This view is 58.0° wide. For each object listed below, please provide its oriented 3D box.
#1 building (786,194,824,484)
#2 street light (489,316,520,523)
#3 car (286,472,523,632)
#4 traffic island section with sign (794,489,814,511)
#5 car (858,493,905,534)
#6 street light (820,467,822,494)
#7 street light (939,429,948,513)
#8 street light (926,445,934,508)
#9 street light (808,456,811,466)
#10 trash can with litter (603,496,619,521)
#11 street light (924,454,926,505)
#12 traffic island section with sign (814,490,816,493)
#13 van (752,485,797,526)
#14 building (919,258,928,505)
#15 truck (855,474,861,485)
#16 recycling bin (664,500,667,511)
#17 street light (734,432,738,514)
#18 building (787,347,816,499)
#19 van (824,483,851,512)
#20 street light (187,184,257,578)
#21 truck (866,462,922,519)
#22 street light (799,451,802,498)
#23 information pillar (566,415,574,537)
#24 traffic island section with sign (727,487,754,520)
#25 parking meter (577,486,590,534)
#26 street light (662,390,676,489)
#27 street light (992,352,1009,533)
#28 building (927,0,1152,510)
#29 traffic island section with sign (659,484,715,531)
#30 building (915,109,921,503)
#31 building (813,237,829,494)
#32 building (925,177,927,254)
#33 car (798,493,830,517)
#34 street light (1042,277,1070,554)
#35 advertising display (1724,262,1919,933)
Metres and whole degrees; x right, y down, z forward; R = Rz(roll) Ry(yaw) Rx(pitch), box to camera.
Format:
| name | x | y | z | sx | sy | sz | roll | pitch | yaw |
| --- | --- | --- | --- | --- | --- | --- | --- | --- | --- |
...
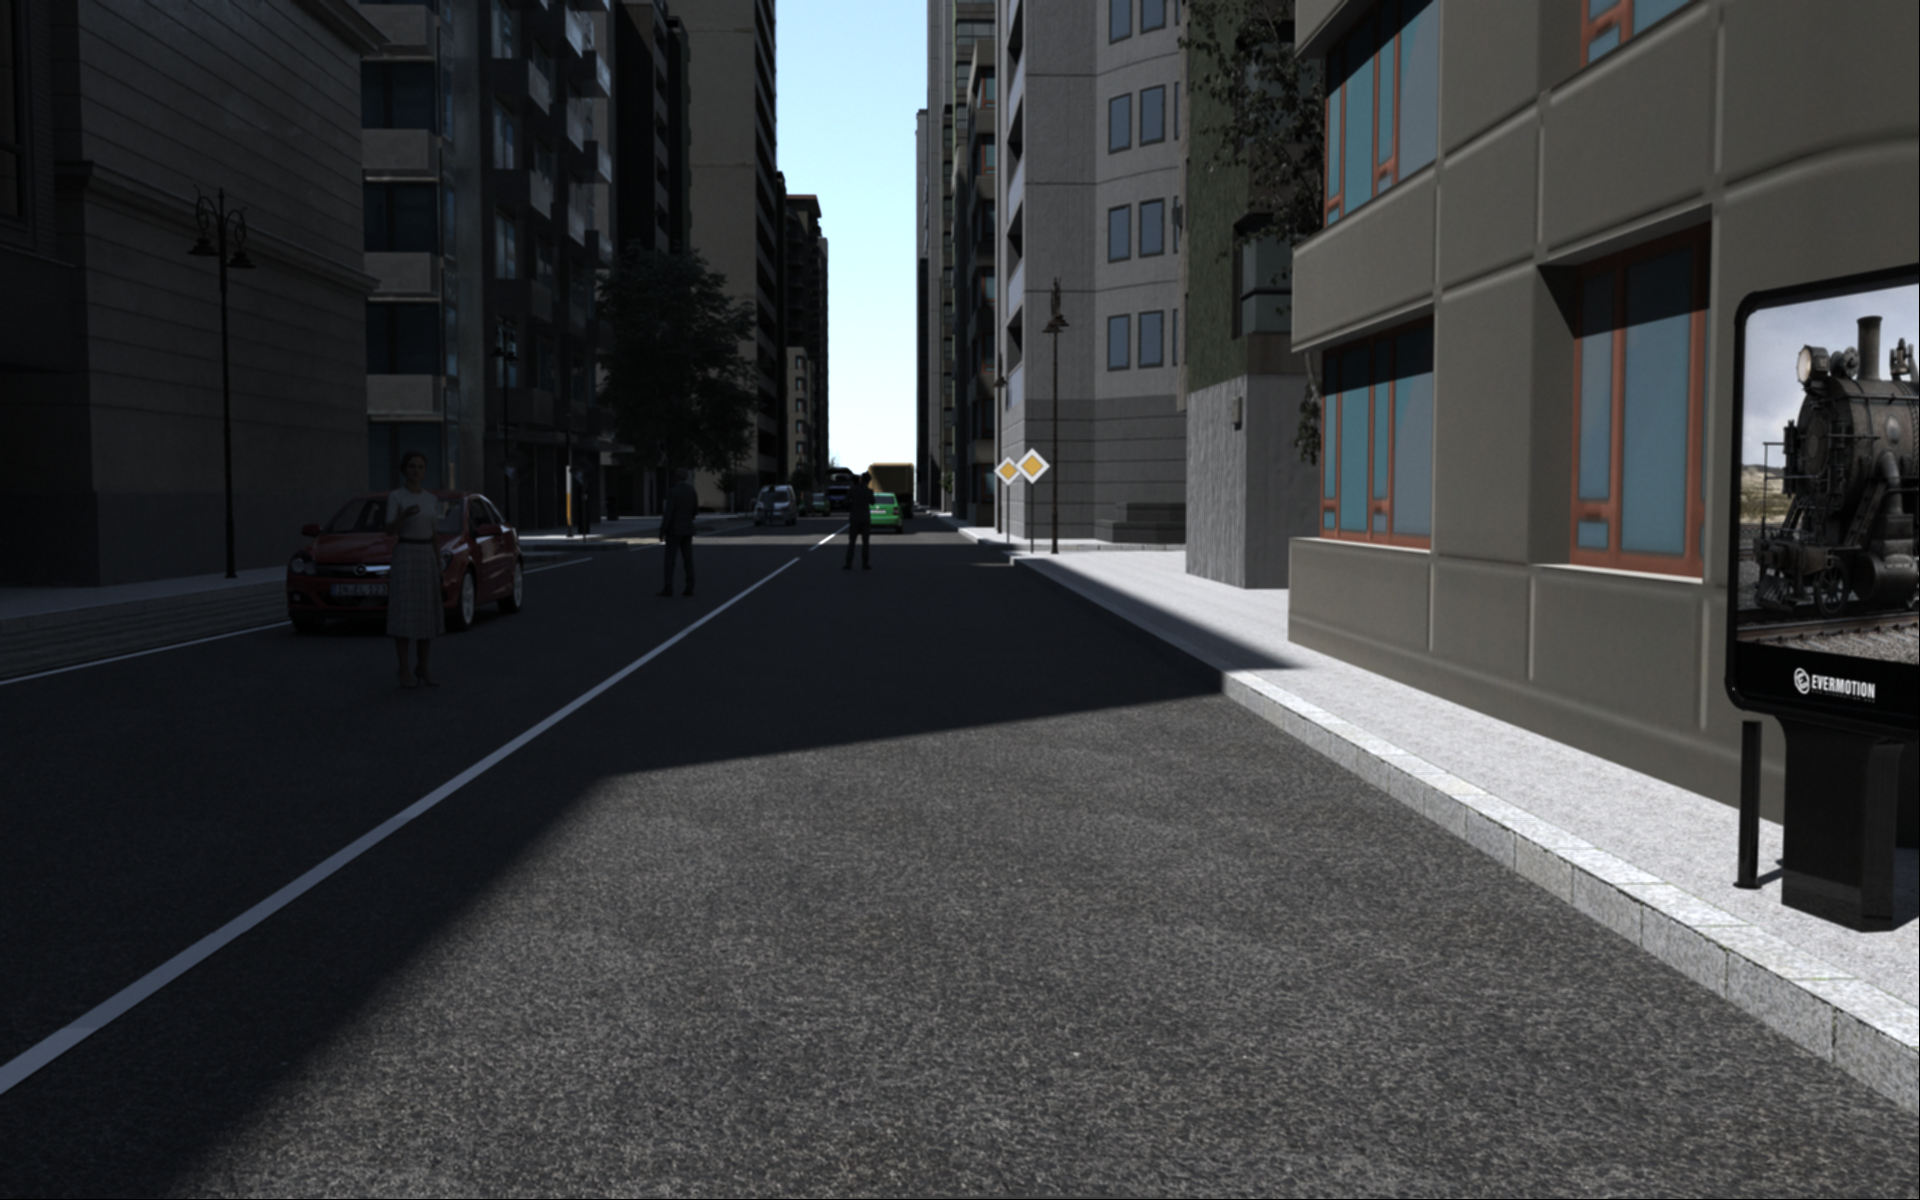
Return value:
| name | x | y | z | sx | sy | sz | roll | pitch | yaw |
| --- | --- | --- | --- | --- | --- | --- | --- | --- | --- |
| building | -30.834 | -36.163 | 245.881 | 22.147 | 44.769 | 28.867 | 0 | 4 | -2 |
| street light | -11.831 | -4.425 | 45.135 | 0.468 | 5.910 | 1.993 | 0 | 4 | -2 |
| car | -6.116 | -0.633 | 19.392 | 2.155 | 1.783 | 4.494 | 0 | 4 | -4 |
| traffic island section with sign | -13.517 | -8.347 | 145.093 | 1.989 | 1.847 | 2.006 | 0 | 4 | -2 |
| car | -2.969 | -3.312 | 62.945 | 1.959 | 1.807 | 4.718 | 0 | 4 | -2 |
| street light | -18.972 | -16.139 | 236.652 | 0.468 | 5.910 | 1.993 | 0 | 4 | -2 |
| street light | -1.043 | -9.013 | 120.154 | 0.468 | 5.910 | 1.993 | 0 | 4 | -2 |
| street light | -2.713 | -11.708 | 164.218 | 0.468 | 5.910 | 1.993 | 0 | 4 | -2 |
| street light | -17.737 | -14.191 | 204.805 | 0.468 | 5.910 | 1.993 | 0 | 4 | -2 |
| trash can with litter | -16.707 | -4.381 | 83.013 | 0.624 | 1.170 | 1.055 | 0 | 4 | 2 |
| street light | -3.884 | -13.689 | 196.603 | 0.468 | 5.910 | 1.993 | 0 | 4 | -2 |
| traffic island section with sign | -14.521 | -9.994 | 172.030 | 1.989 | 1.847 | 2.006 | 0 | 4 | -2 |
| van | -8.375 | -4.379 | 78.608 | 2.013 | 2.044 | 4.112 | 0 | 4 | -1 |
| building | 1.928 | -26.993 | 213.041 | 14.160 | 30.474 | 14.107 | 0 | 4 | -2 |
| truck | -11.067 | -10.766 | 171.941 | 3.469 | 3.379 | 9.791 | 0 | 4 | -2 |
| recycling bin | -13.158 | -4.109 | 79.744 | 0.722 | 1.027 | 0.722 | 2 | 4 | 29 |
| street light | -14.271 | -8.409 | 110.279 | 0.468 | 5.910 | 1.993 | 0 | 4 | -2 |
| building | -32.707 | -22.791 | 217.672 | 27.650 | 21.520 | 28.899 | 0 | 4 | -2 |
| van | -9.794 | -8.303 | 140.132 | 2.240 | 2.365 | 5.245 | 0 | 4 | -1 |
| street light | -11.137 | -3.272 | 26.280 | 0.468 | 5.910 | 1.993 | 0 | 4 | -2 |
| truck | -4.071 | -6.629 | 104.307 | 3.469 | 3.379 | 9.791 | 0 | 4 | -1 |
| street light | -17.168 | -13.076 | 186.571 | 0.468 | 5.910 | 1.993 | 0 | 4 | -2 |
| information pillar | -11.561 | -3.660 | 51.193 | 0.183 | 3.616 | 0.504 | 0 | 4 | -7 |
| traffic island section with sign | -11.649 | -5.262 | 94.669 | 1.989 | 1.847 | 2.006 | 0 | 4 | -2 |
| parking meter | -12.144 | -2.903 | 55.871 | 0.372 | 1.533 | 0.369 | 0 | 3 | 0 |
| street light | -12.998 | -6.399 | 77.414 | 0.468 | 5.910 | 1.993 | 0 | 4 | -2 |
| street light | 1.299 | -5.106 | 56.272 | 0.468 | 5.910 | 1.993 | 0 | 4 | -2 |
| building | 7.065 | -39.097 | 181.240 | 21.231 | 58.520 | 28.212 | 0 | 4 | -2 |
| traffic island section with sign | -10.650 | -3.615 | 67.732 | 1.989 | 1.847 | 2.006 | 0 | 4 | -2 |
| building | 3.776 | -44.247 | 265.444 | 21.231 | 58.520 | 28.212 | 0 | 4 | -2 |
| building | -27.595 | -35.742 | 267.982 | 14.154 | 41.232 | 14.086 | 0 | 4 | -2 |
| building | 6.449 | -37.686 | 235.769 | 23.786 | 49.044 | 30.456 | 0 | 4 | -2 |
| car | -9.236 | -6.180 | 109.844 | 1.959 | 1.807 | 4.718 | 0 | 4 | 0 |
| street light | 2.039 | -3.931 | 37.066 | 0.468 | 5.910 | 1.993 | 0 | 4 | -2 |
| advertising display | 2.650 | 0.002 | 5.186 | 0.123 | 1.923 | 0.974 | -1 | 4 | -11 |
